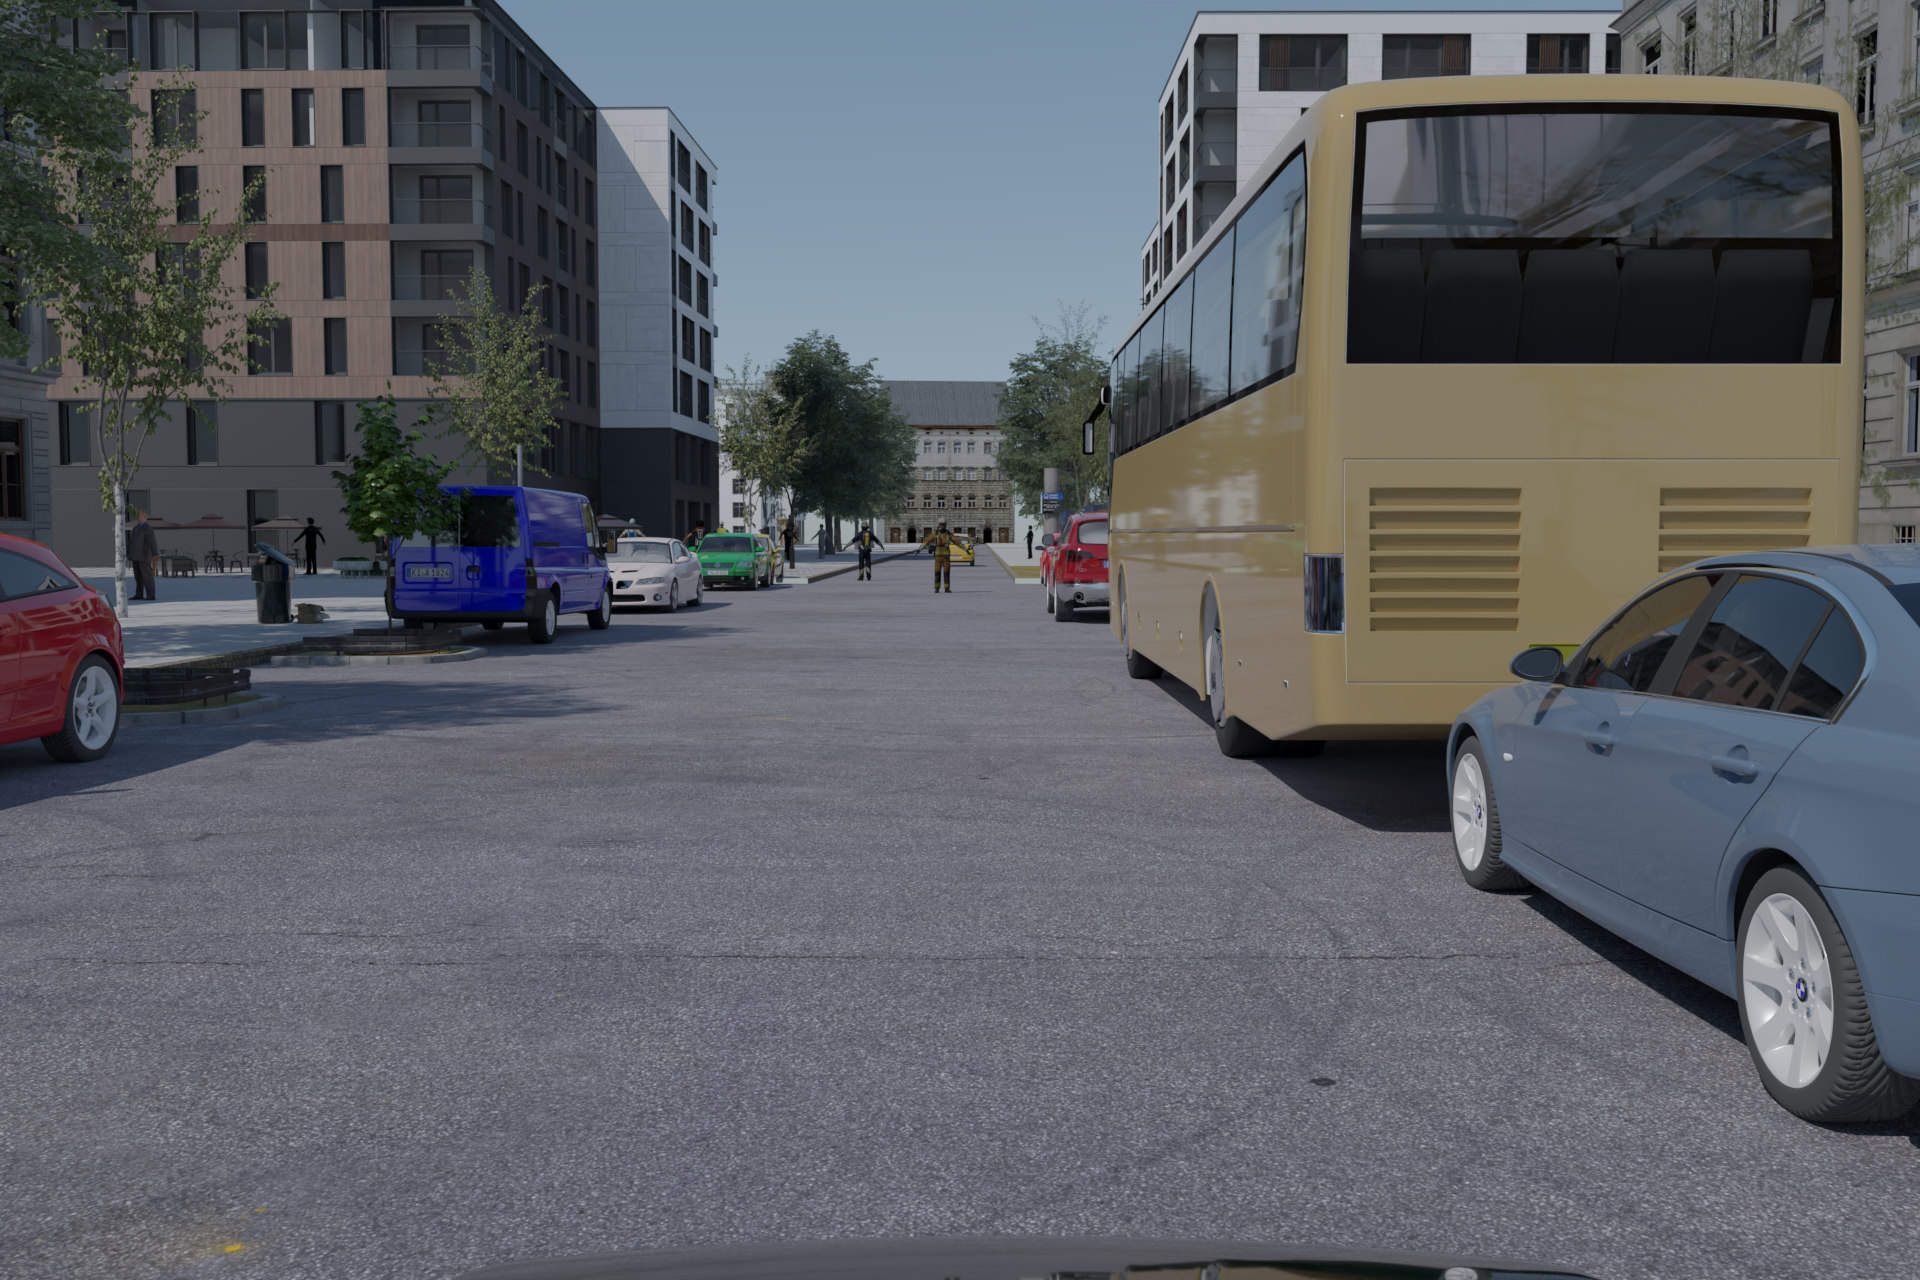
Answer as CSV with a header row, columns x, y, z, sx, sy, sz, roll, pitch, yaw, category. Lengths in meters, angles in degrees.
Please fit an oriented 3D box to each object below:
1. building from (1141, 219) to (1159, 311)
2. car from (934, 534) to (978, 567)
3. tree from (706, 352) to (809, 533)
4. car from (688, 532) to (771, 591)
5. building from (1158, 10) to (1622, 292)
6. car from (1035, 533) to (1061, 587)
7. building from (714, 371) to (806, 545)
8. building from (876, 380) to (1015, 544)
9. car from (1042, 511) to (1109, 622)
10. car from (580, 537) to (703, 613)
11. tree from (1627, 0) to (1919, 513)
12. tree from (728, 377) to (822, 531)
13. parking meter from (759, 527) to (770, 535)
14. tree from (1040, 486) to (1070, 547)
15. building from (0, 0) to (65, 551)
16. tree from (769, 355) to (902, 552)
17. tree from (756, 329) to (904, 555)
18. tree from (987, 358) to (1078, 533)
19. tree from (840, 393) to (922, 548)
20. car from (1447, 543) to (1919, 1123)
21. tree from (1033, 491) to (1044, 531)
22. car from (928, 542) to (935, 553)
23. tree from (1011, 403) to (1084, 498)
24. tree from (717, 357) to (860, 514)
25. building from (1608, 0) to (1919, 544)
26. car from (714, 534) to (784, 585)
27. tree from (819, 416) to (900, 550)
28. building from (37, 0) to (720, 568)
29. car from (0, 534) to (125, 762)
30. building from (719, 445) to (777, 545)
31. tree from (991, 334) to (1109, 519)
x,y,z,sx,sy,sz,roll,pitch,yaw,category
26.942,-17.284,126.566,27.936,21.610,32.646,0,4,1,building
-0.177,-4.134,77.812,2.015,1.641,3.980,0,4,1,car
-8.469,-7.398,71.320,4.737,8.622,4.395,0,3,0,tree
-6.004,-2.226,45.184,1.959,1.807,4.718,0,4,0,car
23.300,-14.698,84.286,27.936,21.610,32.646,0,4,0,building
3.191,-2.419,48.587,2.155,1.783,4.494,0,4,1,car
-24.396,-21.142,202.084,16.016,20.090,11.380,0,4,2,building
-2.384,-25.277,246.662,18.063,23.208,19.493,0,4,-6,building
2.567,-1.289,29.746,2.281,1.827,5.304,0,4,1,car
-6.087,-1.264,33.036,2.083,1.381,4.827,0,4,1,car
9.508,-4.289,20.489,4.360,8.622,3.978,0,3,0,tree
-9.321,-8.023,81.537,4.360,8.622,3.978,0,3,0,tree
-6.606,-3.061,58.452,0.372,1.533,0.369,0,3,0,parking meter
7.142,-12.369,152.601,4.360,8.622,3.978,0,3,0,tree
-28.096,-12.063,33.392,11.583,22.565,21.152,0,4,1,building
-8.496,-13.102,120.876,9.857,13.997,8.962,0,3,0,tree
-8.096,-12.263,107.162,9.857,13.997,8.962,0,3,0,tree
6.975,-12.858,120.591,12.009,13.543,11.850,0,3,0,tree
-8.172,-15.289,156.625,9.857,13.997,8.962,0,3,0,tree
2.906,0.398,5.503,2.014,1.417,4.499,0,4,1,car
7.320,-11.592,139.898,4.737,8.622,4.395,0,3,0,tree
-1.468,-7.282,128.841,2.009,1.686,4.222,0,4,1,car
7.067,-12.583,131.488,9.928,11.665,9.643,0,3,0,tree
-9.156,-9.656,92.286,8.767,10.594,7.601,1,4,10,tree
28.118,-12.802,41.334,16.112,23.069,30.059,0,4,1,building
-6.072,-2.419,49.774,2.015,1.641,3.980,0,3,0,car
-8.450,-13.477,138.482,7.486,12.596,7.792,0,3,0,tree
-27.912,-14.521,81.391,27.936,21.610,32.646,0,4,2,building
-6.358,-0.027,9.482,2.155,1.783,4.494,0,4,1,car
-23.172,-14.371,177.112,9.099,9.664,28.070,0,3,0,building
6.548,-12.385,109.149,9.857,13.997,8.962,0,3,0,tree
